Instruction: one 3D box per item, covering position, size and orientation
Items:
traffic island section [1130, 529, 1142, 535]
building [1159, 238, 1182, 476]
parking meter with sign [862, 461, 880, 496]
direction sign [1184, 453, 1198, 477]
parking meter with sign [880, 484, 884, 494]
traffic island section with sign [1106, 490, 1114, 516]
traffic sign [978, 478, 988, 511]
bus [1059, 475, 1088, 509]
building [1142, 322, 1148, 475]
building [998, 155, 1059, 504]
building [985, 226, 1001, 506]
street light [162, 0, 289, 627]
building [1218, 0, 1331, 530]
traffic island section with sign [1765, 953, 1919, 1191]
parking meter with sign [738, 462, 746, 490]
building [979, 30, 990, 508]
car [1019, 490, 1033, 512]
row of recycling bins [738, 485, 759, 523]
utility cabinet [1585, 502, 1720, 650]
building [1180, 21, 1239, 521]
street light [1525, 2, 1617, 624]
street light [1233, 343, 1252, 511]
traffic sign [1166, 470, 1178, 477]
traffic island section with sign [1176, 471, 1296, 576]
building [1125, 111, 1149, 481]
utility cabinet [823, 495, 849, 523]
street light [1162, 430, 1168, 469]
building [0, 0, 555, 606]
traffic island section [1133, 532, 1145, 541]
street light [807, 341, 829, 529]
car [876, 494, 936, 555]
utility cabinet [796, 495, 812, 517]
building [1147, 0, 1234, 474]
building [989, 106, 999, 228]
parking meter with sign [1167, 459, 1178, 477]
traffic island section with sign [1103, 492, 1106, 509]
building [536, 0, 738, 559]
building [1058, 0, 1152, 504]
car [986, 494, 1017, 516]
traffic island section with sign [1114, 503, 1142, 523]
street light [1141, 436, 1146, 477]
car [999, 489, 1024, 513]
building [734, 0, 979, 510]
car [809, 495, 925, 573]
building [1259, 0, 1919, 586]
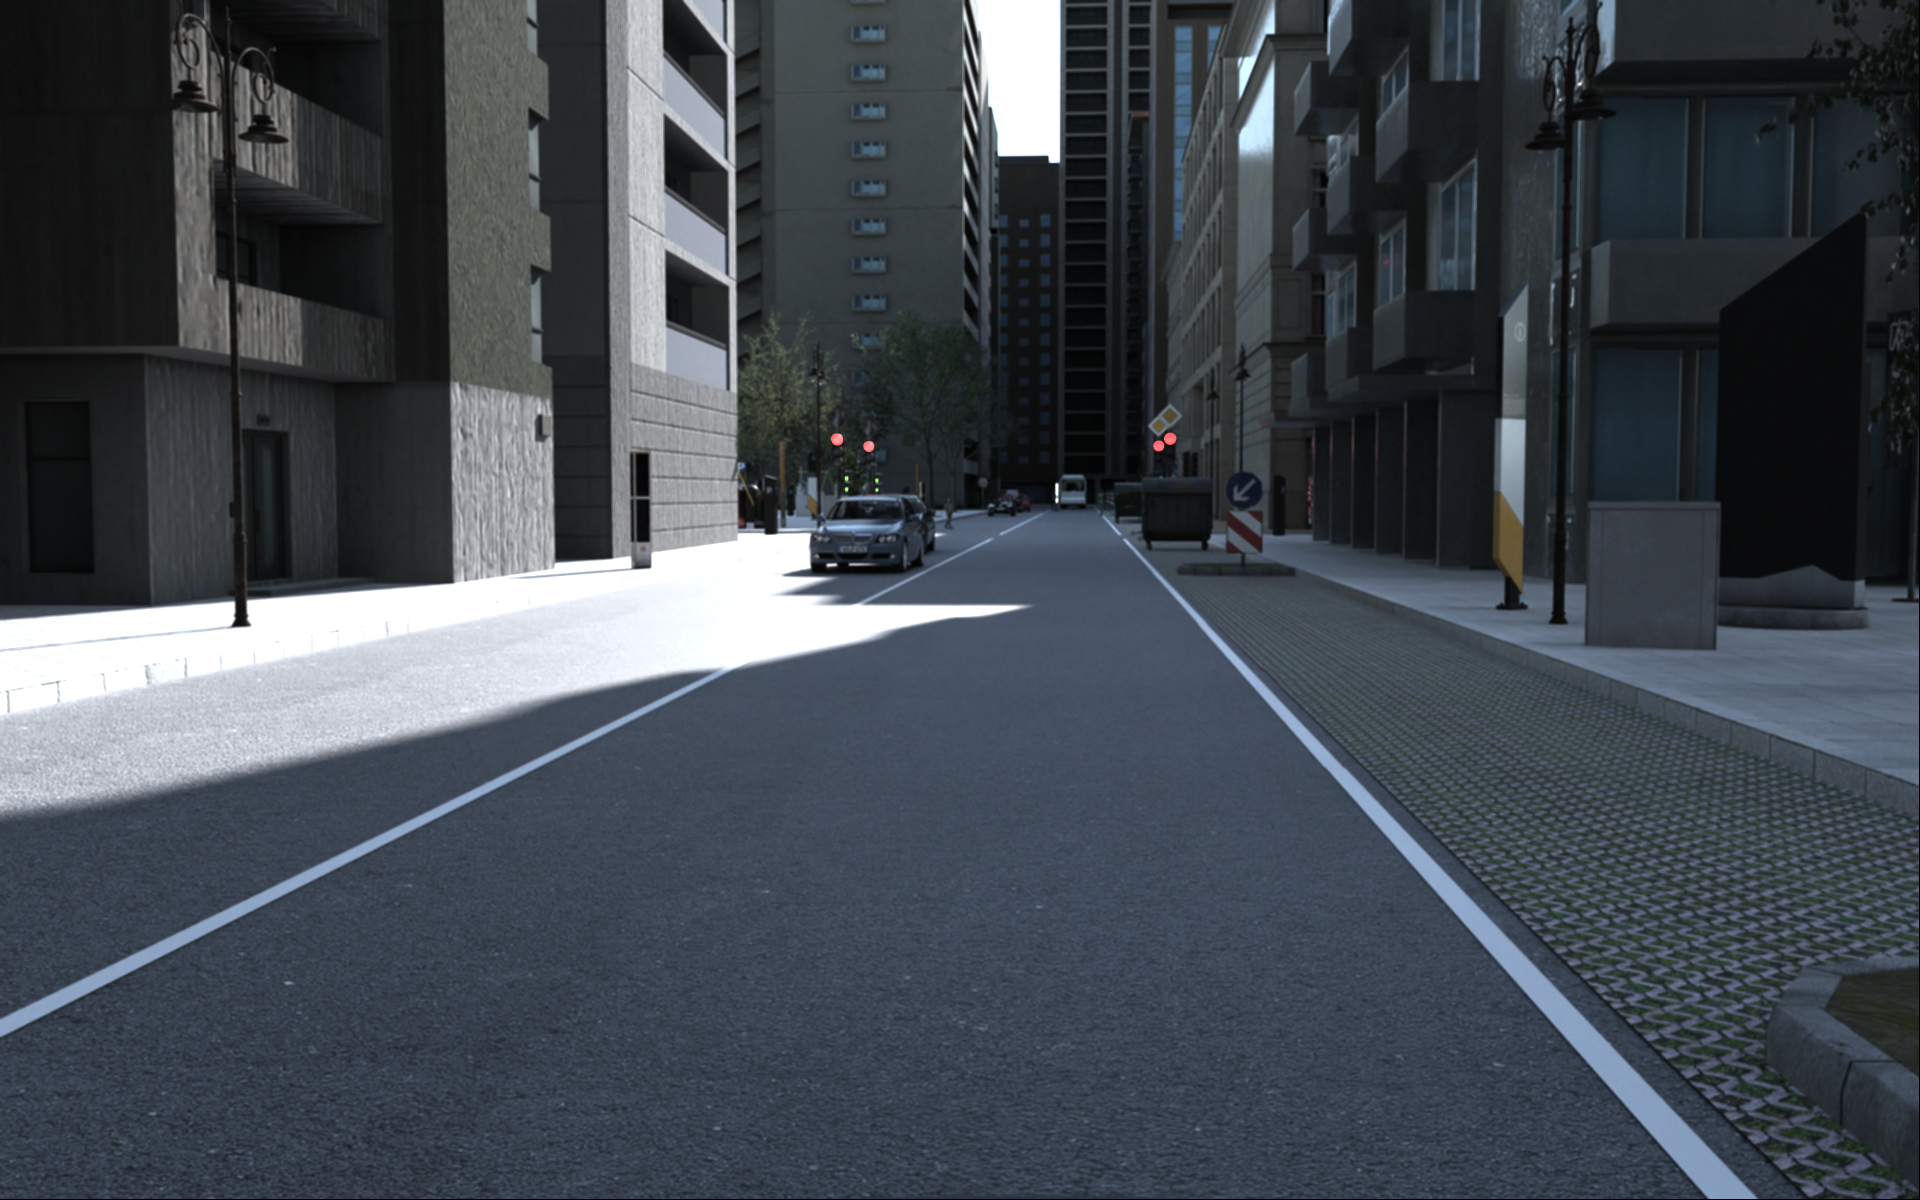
[{"bbox_3d":[7.059,-2.405,61.595,2.009,0.180,2.903,0,4,4],"label":"traffic island section"},{"bbox_3d":[20.659,-17.691,125.409,11.583,22.565,21.152,0,4,4],"label":"building"},{"bbox_3d":[-4.813,-5.716,89.716,0.543,3.016,1.738,1,4,17],"label":"parking meter with sign"},{"bbox_3d":[12.599,-6.277,94.627,0.876,3.537,0.379,-2,4,-24],"label":"direction sign"},{"bbox_3d":[-6.161,-8.316,132.219,1.738,3.016,0.543,-1,4,-20],"label":"parking meter with sign"},{"bbox_3d":[10.741,-6.406,113.366,1.989,1.847,2.006,0,4,4],"label":"traffic island section with sign"},{"bbox_3d":[1.781,-8.226,134.597,0.768,2.556,0.104,1,4,14],"label":"traffic sign"},{"bbox_3d":[11.376,-10.934,173.625,2.948,3.499,13.247,0,4,4],"label":"bus"},{"bbox_3d":[31.968,-19.704,167.203,27.650,21.520,28.899,0,4,4],"label":"building"},{"bbox_3d":[5.955,-35.360,228.251,14.200,45.320,14.600,0,4,4],"label":"building"},{"bbox_3d":[-3.122,-25.018,180.741,14.160,30.474,14.107,0,4,4],"label":"building"},{"bbox_3d":[-6.968,-2.681,16.617,0.468,5.910,1.993,0,4,4],"label":"street light"},{"bbox_3d":[25.803,-14.343,67.797,30.059,22.955,16.112,0,4,4],"label":"building"},{"bbox_3d":[2.978,0.296,3.791,1.989,1.847,2.006,0,4,4],"label":"traffic island section with sign"},{"bbox_3d":[-11.832,-5.964,93.765,0.543,3.016,1.738,-1,4,-9],"label":"parking meter with sign"},{"bbox_3d":[-4.502,-31.551,165.977,14.600,45.320,14.200,0,4,4],"label":"building"},{"bbox_3d":[4.806,-8.021,140.191,2.155,1.783,4.494,0,4,2],"label":"car"},{"bbox_3d":[-10.571,-4.378,78.696,3.534,1.692,1.069,2,4,31],"label":"row of recycling bins"},{"bbox_3d":[5.797,-0.205,14.509,1.020,1.237,0.306,2,4,24],"label":"utility cabinet"},{"bbox_3d":[23.086,-17.917,97.451,19.350,26.468,34.151,0,4,4],"label":"building"},{"bbox_3d":[5.917,-2.701,16.950,0.468,5.910,1.993,0,4,4],"label":"street light"},{"bbox_3d":[8.611,-4.906,53.002,0.468,5.910,1.993,0,4,4],"label":"street light"},{"bbox_3d":[10.555,-5.312,86.959,0.768,2.556,0.104,1,4,10],"label":"traffic sign"},{"bbox_3d":[4.899,-1.366,30.968,1.989,1.847,2.006,0,4,4],"label":"traffic island section with sign"},{"bbox_3d":[29.936,-33.083,195.538,22.147,44.769,28.867,0,4,4],"label":"building"},{"bbox_3d":[-5.131,-3.699,71.638,1.020,1.237,0.306,0,4,2],"label":"utility cabinet"},{"bbox_3d":[11.802,-7.784,100.057,0.468,5.910,1.993,0,4,4],"label":"street light"},{"bbox_3d":[-14.394,-15.325,22.269,14.160,30.474,14.107,0,4,4],"label":"building"},{"bbox_3d":[6.494,-1.917,53.630,2.009,0.180,2.903,0,4,4],"label":"traffic island section"},{"bbox_3d":[-4.282,-4.875,52.499,0.468,5.910,1.993,0,4,4],"label":"street light"},{"bbox_3d":[-1.622,-1.882,42.568,2.131,1.459,4.920,0,4,3],"label":"car"},{"bbox_3d":[-8.769,-5.294,97.726,1.020,1.237,0.306,1,4,22],"label":"utility cabinet"},{"bbox_3d":[23.027,-30.302,145.545,14.600,45.320,14.200,0,4,4],"label":"building"},{"bbox_3d":[-6.545,-35.365,201.914,21.600,48.544,21.300,0,4,4],"label":"building"},{"bbox_3d":[10.331,-5.373,84.110,0.543,3.016,1.738,0,4,5],"label":"parking meter with sign"},{"bbox_3d":[16.235,-11.154,190.995,1.989,1.847,2.006,0,4,4],"label":"traffic island section with sign"},{"bbox_3d":[-20.308,-30.570,41.815,28.212,58.520,21.231,0,4,4],"label":"building"},{"bbox_3d":[23.503,-48.355,228.862,20.611,71.187,20.563,0,4,4],"label":"building"},{"bbox_3d":[2.715,-6.258,112.110,2.009,1.686,4.222,0,4,4],"label":"car"},{"bbox_3d":[8.836,-4.761,86.478,1.989,1.847,2.006,0,4,4],"label":"traffic island section with sign"},{"bbox_3d":[14.360,-9.979,135.948,0.468,5.910,1.993,0,4,4],"label":"street light"},{"bbox_3d":[3.805,-7.635,133.499,2.281,1.827,5.304,0,4,4],"label":"car"},{"bbox_3d":[-9.622,-32.076,148.144,21.300,48.544,21.600,0,4,4],"label":"building"},{"bbox_3d":[-1.712,-1.295,33.178,2.014,1.417,4.499,0,4,5],"label":"car"},{"bbox_3d":[19.159,-25.424,35.299,23.786,49.044,30.456,0,4,4],"label":"building"}]
